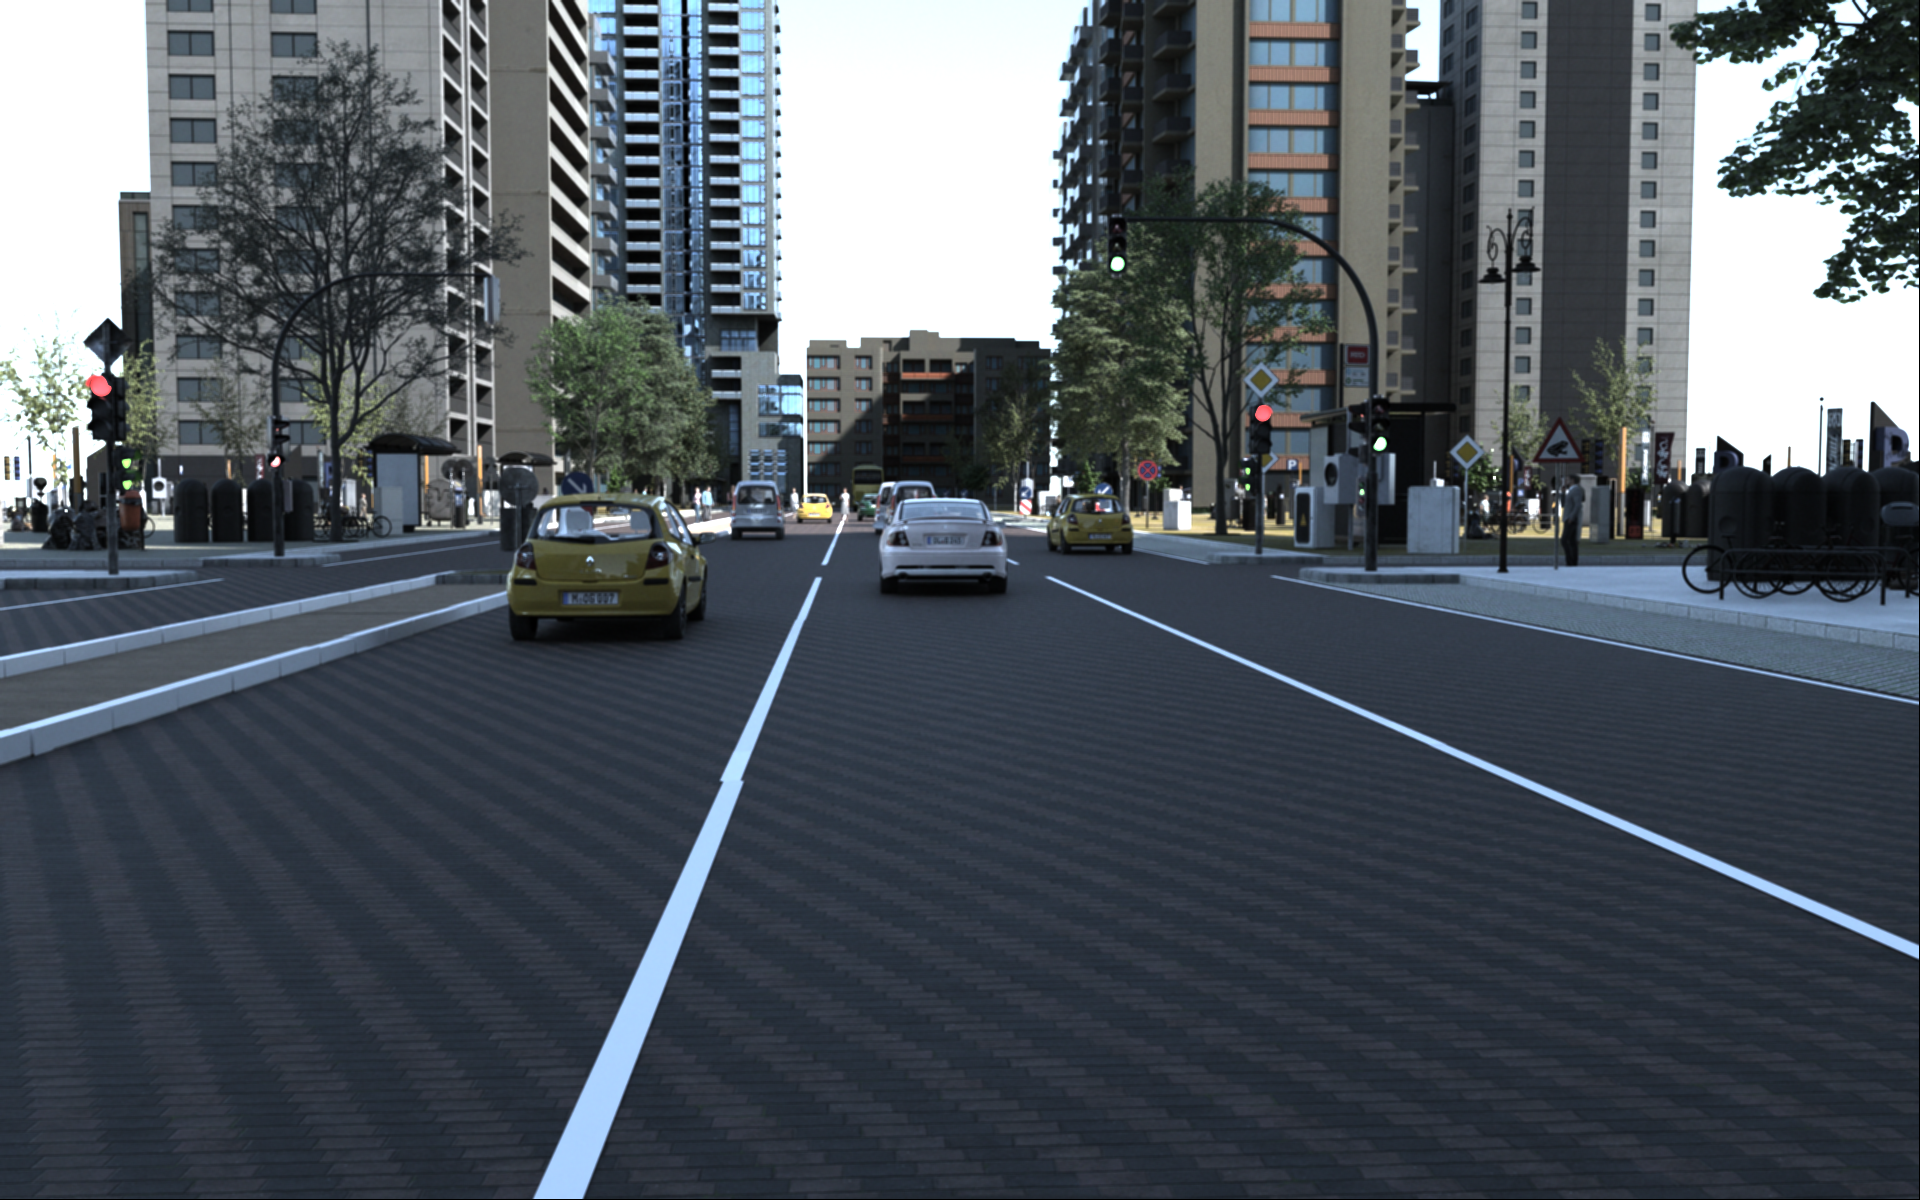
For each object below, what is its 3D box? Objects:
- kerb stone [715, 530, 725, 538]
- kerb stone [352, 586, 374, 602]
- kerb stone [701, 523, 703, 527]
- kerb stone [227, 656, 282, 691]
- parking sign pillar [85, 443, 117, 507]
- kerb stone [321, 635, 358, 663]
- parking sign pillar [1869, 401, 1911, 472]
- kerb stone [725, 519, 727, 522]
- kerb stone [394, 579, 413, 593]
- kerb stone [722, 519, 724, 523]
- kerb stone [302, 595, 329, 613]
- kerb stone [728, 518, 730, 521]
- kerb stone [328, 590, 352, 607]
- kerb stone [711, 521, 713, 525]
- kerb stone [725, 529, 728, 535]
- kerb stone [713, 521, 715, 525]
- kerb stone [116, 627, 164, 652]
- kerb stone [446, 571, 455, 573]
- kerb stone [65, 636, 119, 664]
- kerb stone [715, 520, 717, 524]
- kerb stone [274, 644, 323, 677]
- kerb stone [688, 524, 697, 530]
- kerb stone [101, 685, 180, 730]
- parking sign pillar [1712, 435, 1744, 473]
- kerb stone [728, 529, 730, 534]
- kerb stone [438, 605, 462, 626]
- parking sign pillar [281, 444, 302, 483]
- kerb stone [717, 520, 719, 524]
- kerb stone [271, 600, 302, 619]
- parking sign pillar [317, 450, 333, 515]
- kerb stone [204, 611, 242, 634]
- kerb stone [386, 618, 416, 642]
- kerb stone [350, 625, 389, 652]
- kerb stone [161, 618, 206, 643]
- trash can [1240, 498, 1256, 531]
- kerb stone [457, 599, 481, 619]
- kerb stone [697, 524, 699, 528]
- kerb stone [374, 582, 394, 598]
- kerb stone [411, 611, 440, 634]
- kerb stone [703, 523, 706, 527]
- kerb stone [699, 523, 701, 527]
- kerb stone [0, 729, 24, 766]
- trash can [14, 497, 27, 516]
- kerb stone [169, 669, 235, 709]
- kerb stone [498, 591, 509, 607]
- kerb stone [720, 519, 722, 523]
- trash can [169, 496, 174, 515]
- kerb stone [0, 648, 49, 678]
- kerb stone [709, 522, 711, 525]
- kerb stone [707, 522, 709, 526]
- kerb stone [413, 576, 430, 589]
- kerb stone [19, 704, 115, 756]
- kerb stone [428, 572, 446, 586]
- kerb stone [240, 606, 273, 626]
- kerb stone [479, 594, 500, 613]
[{"bbox_3d":[-8.125,-2.230,58.652,0.120,0.150,1.000,0,4,-3],"label":"kerb stone"},{"bbox_3d":[-8.067,-0.055,23.164,0.120,0.150,1.000,0,4,-3],"label":"kerb stone"},{"bbox_3d":[-11.162,-3.160,73.856,0.120,0.150,1.000,0,4,-3],"label":"kerb stone"},{"bbox_3d":[-5.347,0.560,13.034,0.120,0.150,1.000,0,4,-3],"label":"kerb stone"},{"bbox_3d":[-42.226,-5.912,85.132,1.447,3.967,1.447,-3,4,-37],"label":"parking sign pillar"},{"bbox_3d":[-5.472,0.446,15.080,0.120,0.150,1.000,0,4,-3],"label":"kerb stone"},{"bbox_3d":[27.038,-3.786,50.380,1.447,3.967,1.447,-2,4,-25],"label":"parking sign pillar"},{"bbox_3d":[-11.972,-3.973,87.156,0.120,0.150,1.000,0,4,-3],"label":"kerb stone"},{"bbox_3d":[-8.189,-0.185,25.213,0.120,0.150,1.000,0,4,-3],"label":"kerb stone"},{"bbox_3d":[-11.837,-3.848,85.111,0.120,0.150,1.000,0,4,-3],"label":"kerb stone"},{"bbox_3d":[-7.940,0.066,21.120,0.120,0.150,1.000,0,4,-3],"label":"kerb stone"},{"bbox_3d":[-12.082,-4.093,89.207,0.120,0.150,1.000,0,4,-3],"label":"kerb stone"},{"bbox_3d":[-8.013,0.003,22.139,0.120,0.150,1.000,0,4,-3],"label":"kerb stone"},{"bbox_3d":[-11.466,-3.473,78.978,0.120,0.150,1.000,0,4,-3],"label":"kerb stone"},{"bbox_3d":[-8.188,-2.292,59.674,0.120,0.150,1.000,0,4,-3],"label":"kerb stone"},{"bbox_3d":[-11.530,-3.535,79.998,0.120,0.150,1.000,0,4,-3],"label":"kerb stone"},{"bbox_3d":[-7.640,0.384,16.008,0.120,0.150,1.000,0,4,-3],"label":"kerb stone"},{"bbox_3d":[-8.377,-0.372,28.278,0.120,0.150,1.000,0,4,-3],"label":"kerb stone"},{"bbox_3d":[-7.572,0.447,14.974,0.120,0.150,1.000,0,4,-3],"label":"kerb stone"},{"bbox_3d":[-11.585,-3.598,81.019,0.120,0.150,1.000,0,4,-3],"label":"kerb stone"},{"bbox_3d":[-5.409,0.498,14.054,0.120,0.150,1.000,0,4,-3],"label":"kerb stone"},{"bbox_3d":[-10.967,-2.968,70.787,0.120,0.150,1.000,0,4,-3],"label":"kerb stone"},{"bbox_3d":[-5.222,0.685,10.994,0.120,0.150,1.000,0,4,-3],"label":"kerb stone"},{"bbox_3d":[34.595,-5.478,78.041,1.447,3.967,1.447,-2,4,-35],"label":"parking sign pillar"},{"bbox_3d":[-8.249,-2.350,60.696,0.120,0.150,1.000,0,4,-3],"label":"kerb stone"},{"bbox_3d":[-5.724,0.191,19.187,0.120,0.150,1.000,0,4,-3],"label":"kerb stone"},{"bbox_3d":[-36.181,-6.428,93.571,1.447,3.967,1.447,2,4,24],"label":"parking sign pillar"},{"bbox_3d":[-11.657,-3.660,82.039,0.120,0.150,1.000,0,4,-3],"label":"kerb stone"},{"bbox_3d":[-7.884,0.129,20.099,0.120,0.150,1.000,0,4,-3],"label":"kerb stone"},{"bbox_3d":[-38.653,-7.193,106.082,1.447,3.967,1.447,1,4,19],"label":"parking sign pillar"},{"bbox_3d":[-7.757,0.253,18.059,0.120,0.150,1.000,0,4,-3],"label":"kerb stone"},{"bbox_3d":[-5.595,0.311,17.136,0.120,0.150,1.000,0,4,-3],"label":"kerb stone"},{"bbox_3d":[-5.530,0.373,16.101,0.120,0.150,1.000,0,4,-3],"label":"kerb stone"},{"bbox_3d":[-7.695,0.315,17.039,0.120,0.150,1.000,0,4,-3],"label":"kerb stone"},{"bbox_3d":[10.123,-2.973,60.256,0.748,1.137,0.748,0,3,0],"label":"trash can"},{"bbox_3d":[-5.790,0.122,20.206,0.120,0.150,1.000,0,4,-3],"label":"kerb stone"},{"bbox_3d":[-11.034,-3.034,71.807,0.120,0.150,1.000,0,4,-3],"label":"kerb stone"},{"bbox_3d":[-8.133,-0.122,24.192,0.120,0.150,1.000,0,4,-3],"label":"kerb stone"},{"bbox_3d":[-5.660,0.248,18.164,0.120,0.150,1.000,0,4,-3],"label":"kerb stone"},{"bbox_3d":[-11.213,-3.217,74.883,0.120,0.150,1.000,0,4,-3],"label":"kerb stone"},{"bbox_3d":[-11.095,-3.096,72.828,0.120,0.150,1.000,0,4,-3],"label":"kerb stone"},{"bbox_3d":[-5.103,0.810,8.951,0.120,0.150,1.000,0,4,-3],"label":"kerb stone"},{"bbox_3d":[-54.449,-5.430,100.429,0.748,1.137,0.748,0,3,0],"label":"trash can"},{"bbox_3d":[-5.290,0.623,12.014,0.120,0.150,1.000,0,4,-3],"label":"kerb stone"},{"bbox_3d":[-5.904,0.000,22.251,0.120,0.150,1.000,0,4,-3],"label":"kerb stone"},{"bbox_3d":[-11.776,-3.786,84.091,0.120,0.150,1.000,0,4,-3],"label":"kerb stone"},{"bbox_3d":[-47.409,-5.692,104.720,0.748,1.137,0.748,0,3,0],"label":"trash can"},{"bbox_3d":[-7.508,0.505,13.954,0.120,0.150,1.000,0,4,-3],"label":"kerb stone"},{"bbox_3d":[-11.403,-3.407,77.958,0.120,0.150,1.000,0,4,-3],"label":"kerb stone"},{"bbox_3d":[-11.342,-3.348,76.931,0.120,0.150,1.000,0,4,-3],"label":"kerb stone"},{"bbox_3d":[-8.250,-0.239,26.233,0.120,0.150,1.000,0,4,-3],"label":"kerb stone"},{"bbox_3d":[-5.156,0.748,9.972,0.120,0.150,1.000,0,4,-3],"label":"kerb stone"},{"bbox_3d":[-8.316,-0.310,27.258,0.120,0.150,1.000,0,4,-3],"label":"kerb stone"},{"bbox_3d":[-7.824,0.191,19.079,0.120,0.150,1.000,0,4,-3],"label":"kerb stone"},{"bbox_3d":[-5.840,0.059,21.231,0.120,0.150,1.000,0,4,-3],"label":"kerb stone"}]
